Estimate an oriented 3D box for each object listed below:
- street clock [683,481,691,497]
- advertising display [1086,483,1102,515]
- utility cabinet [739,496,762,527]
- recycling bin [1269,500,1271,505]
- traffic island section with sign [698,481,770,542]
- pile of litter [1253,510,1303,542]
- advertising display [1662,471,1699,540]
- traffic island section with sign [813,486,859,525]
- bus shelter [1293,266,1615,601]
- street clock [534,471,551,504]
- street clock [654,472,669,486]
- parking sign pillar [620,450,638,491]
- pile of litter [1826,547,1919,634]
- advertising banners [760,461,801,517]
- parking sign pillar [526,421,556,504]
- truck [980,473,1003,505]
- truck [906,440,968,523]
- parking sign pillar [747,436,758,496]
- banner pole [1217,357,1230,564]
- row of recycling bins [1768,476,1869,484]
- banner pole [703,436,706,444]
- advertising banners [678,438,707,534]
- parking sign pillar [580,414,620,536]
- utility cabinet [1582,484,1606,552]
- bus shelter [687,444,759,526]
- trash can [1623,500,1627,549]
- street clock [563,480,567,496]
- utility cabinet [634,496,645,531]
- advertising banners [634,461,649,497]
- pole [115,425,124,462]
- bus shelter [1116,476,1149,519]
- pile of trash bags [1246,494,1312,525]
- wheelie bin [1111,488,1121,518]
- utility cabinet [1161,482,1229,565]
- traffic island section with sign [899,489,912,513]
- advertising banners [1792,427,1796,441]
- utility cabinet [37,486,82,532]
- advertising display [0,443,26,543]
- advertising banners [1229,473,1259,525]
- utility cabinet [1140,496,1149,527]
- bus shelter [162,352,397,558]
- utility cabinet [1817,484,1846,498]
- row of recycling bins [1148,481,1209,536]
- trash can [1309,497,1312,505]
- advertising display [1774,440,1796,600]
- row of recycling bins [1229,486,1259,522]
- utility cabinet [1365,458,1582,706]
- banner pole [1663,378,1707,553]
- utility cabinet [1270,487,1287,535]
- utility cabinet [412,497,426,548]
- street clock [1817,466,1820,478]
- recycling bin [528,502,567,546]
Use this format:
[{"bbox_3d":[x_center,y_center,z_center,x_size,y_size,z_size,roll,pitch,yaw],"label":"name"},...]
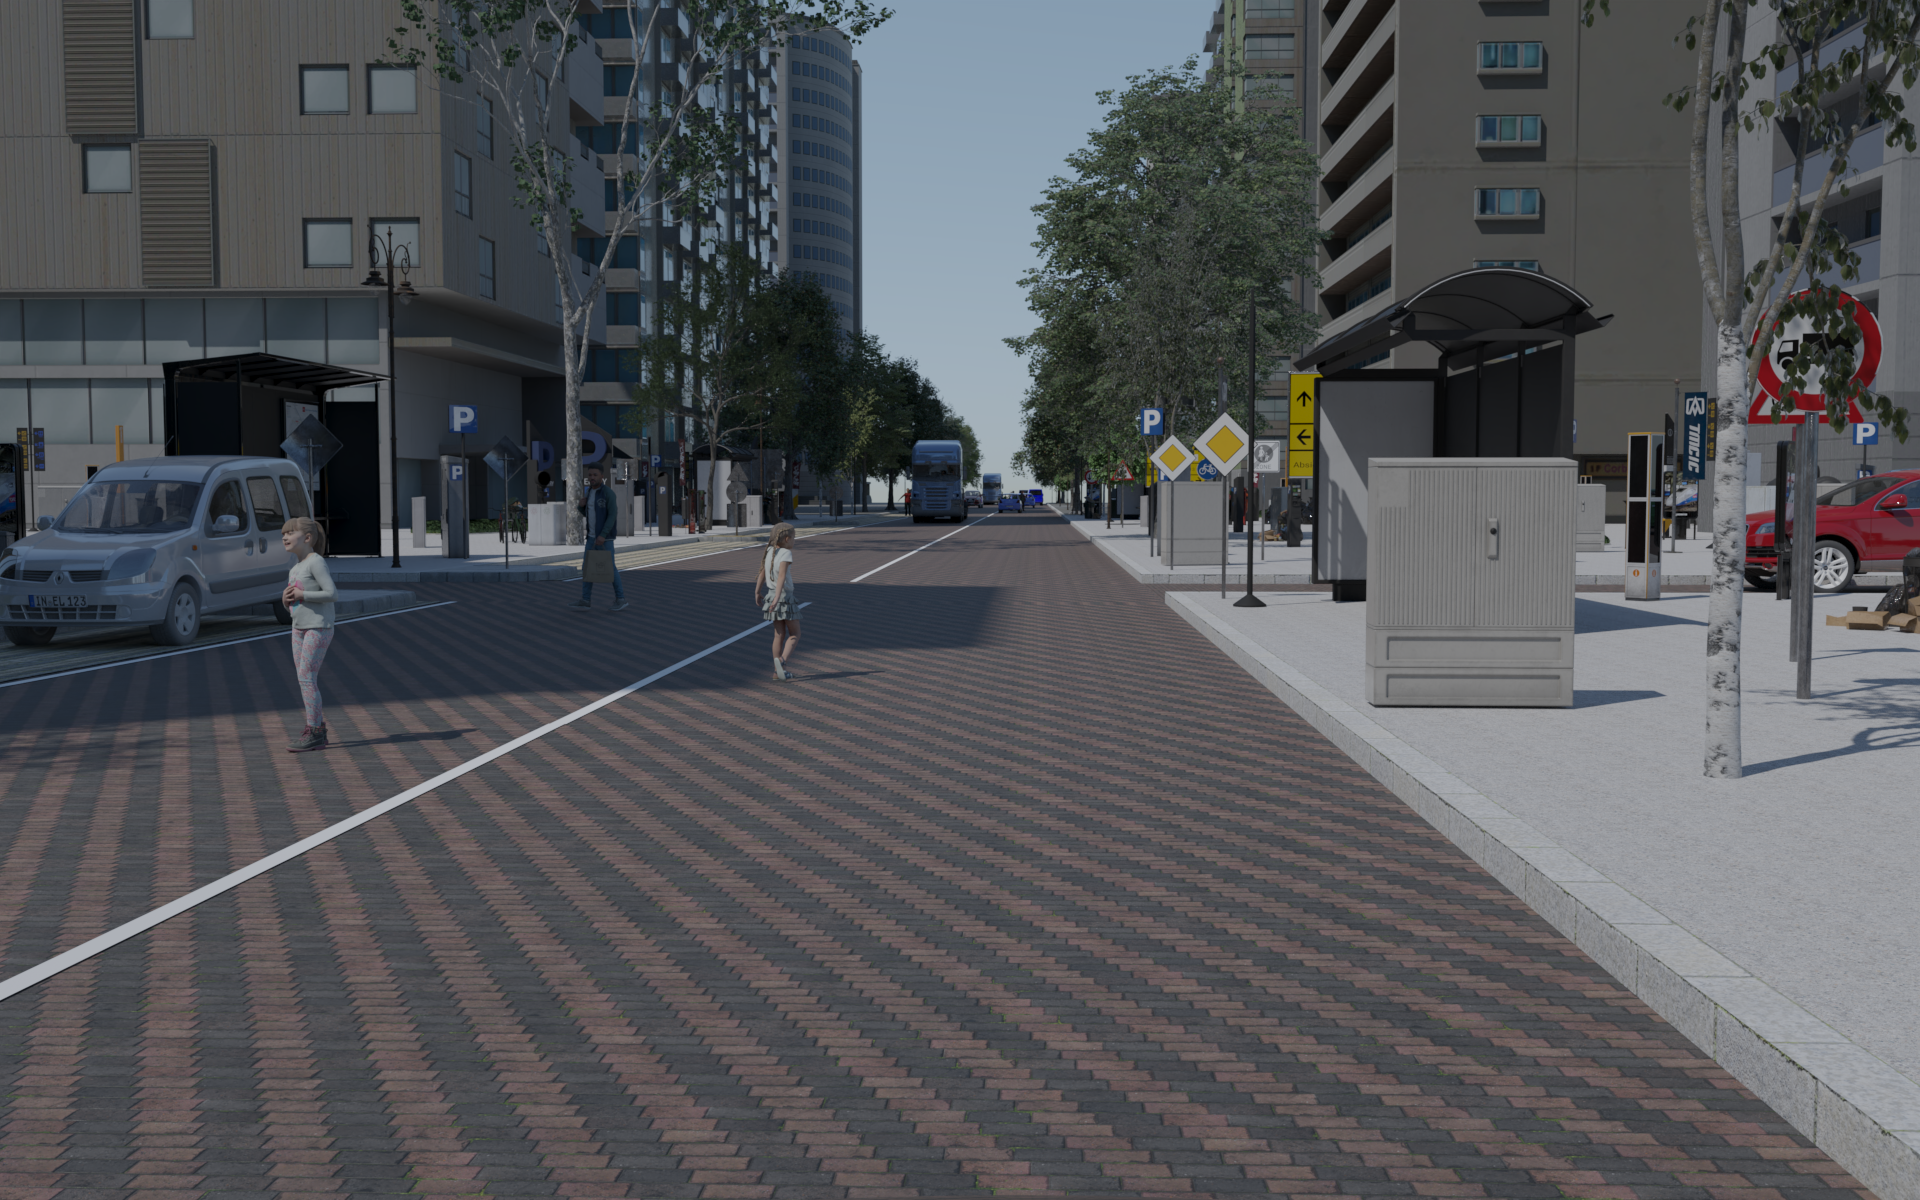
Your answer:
[{"bbox_3d":[-14.733,-5.455,93.765,0.358,2.002,0.471,2,4,30],"label":"street clock"},{"bbox_3d":[7.214,-5.378,93.138,0.974,1.923,0.123,3,5,40],"label":"advertising display"},{"bbox_3d":[-8.273,-3.465,67.816,1.020,1.237,0.306,1,4,14],"label":"utility cabinet"},{"bbox_3d":[14.019,-3.872,75.865,0.722,1.027,0.722,-2,4,-27],"label":"recycling bin"},{"bbox_3d":[-6.802,-2.689,52.590,1.989,1.847,2.006,0,4,2],"label":"traffic island section with sign"},{"bbox_3d":[8.651,-2.034,47.228,1.719,0.858,1.176,-2,4,-24],"label":"pile of litter"},{"bbox_3d":[20.122,-2.641,48.400,0.974,1.923,0.123,0,4,2],"label":"advertising display"},{"bbox_3d":[-5.662,-4.336,79.521,1.989,1.847,2.006,0,4,2],"label":"traffic island section with sign"},{"bbox_3d":[4.894,-1.482,18.162,2.014,3.302,5.546,0,4,3],"label":"bus shelter"},{"bbox_3d":[-13.090,-3.044,54.340,0.471,2.002,0.358,-3,5,-44],"label":"street clock"},{"bbox_3d":[-9.583,-3.130,55.739,0.471,2.002,0.358,-3,5,-40],"label":"street clock"},{"bbox_3d":[-18.226,-6.475,94.341,1.447,3.967,1.447,-1,4,-13],"label":"parking sign pillar"},{"bbox_3d":[8.945,-0.145,16.329,1.176,0.858,1.719,0,4,2],"label":"pile of litter"},{"bbox_3d":[-9.497,-5.902,92.691,2.074,3.025,0.090,-1,4,-13],"label":"advertising banners"},{"bbox_3d":[-15.500,-4.628,64.134,1.447,3.967,1.447,1,4,18],"label":"parking sign pillar"},{"bbox_3d":[4.515,-14.664,229.508,2.967,4.110,18.799,0,4,3],"label":"truck"},{"bbox_3d":[-0.950,-6.301,92.779,2.967,4.110,18.799,0,4,1],"label":"truck"},{"bbox_3d":[-9.725,-5.618,80.319,1.447,3.967,1.447,0,4,8],"label":"parking sign pillar"},{"bbox_3d":[4.840,-2.565,31.954,0.401,3.779,0.863,1,4,20],"label":"banner pole"},{"bbox_3d":[20.431,-2.004,39.883,3.534,1.692,1.069,1,4,9],"label":"row of recycling bins"},{"bbox_3d":[-10.900,-5.229,75.504,0.863,3.779,0.401,-2,4,-27],"label":"banner pole"},{"bbox_3d":[-8.581,-3.625,55.459,0.090,3.025,2.074,1,4,16],"label":"advertising banners"},{"bbox_3d":[-11.435,-3.985,53.625,1.447,3.967,1.447,0,4,-5],"label":"parking sign pillar"},{"bbox_3d":[13.567,-1.802,38.137,1.173,1.500,0.318,0,4,1],"label":"utility cabinet"},{"bbox_3d":[-9.809,-4.779,72.066,2.014,3.302,5.546,0,4,3],"label":"bus shelter"},{"bbox_3d":[15.130,-1.645,38.542,0.748,1.137,0.748,0,3,0],"label":"trash can"},{"bbox_3d":[-14.943,-3.778,66.339,0.471,2.002,0.358,2,4,32],"label":"street clock"},{"bbox_3d":[-11.157,-3.001,60.234,0.306,1.237,1.020,0,4,-6],"label":"utility cabinet"},{"bbox_3d":[-17.406,-5.893,92.533,2.074,3.025,0.090,2,4,28],"label":"advertising banners"},{"bbox_3d":[-24.950,-3.526,51.493,0.158,3.312,0.155,0,3,0],"label":"pole"},{"bbox_3d":[8.545,-5.564,84.890,2.014,3.302,5.546,0,4,2],"label":"bus shelter"},{"bbox_3d":[13.275,-3.866,72.954,3.447,1.369,1.912,0,4,-1],"label":"pile of trash bags"},{"bbox_3d":[8.296,-5.102,91.325,0.980,1.594,0.693,2,4,30],"label":"wheelie bin"},{"bbox_3d":[4.213,-1.371,31.098,1.173,1.500,0.318,-1,4,-13],"label":"utility cabinet"},{"bbox_3d":[-3.527,-7.374,129.190,1.989,1.847,2.006,0,4,2],"label":"traffic island section with sign"},{"bbox_3d":[21.311,-3.012,45.431,0.090,3.025,2.074,-2,4,-32],"label":"advertising banners"},{"bbox_3d":[-24.628,-2.376,47.532,1.173,1.500,0.318,-2,4,-24],"label":"utility cabinet"},{"bbox_3d":[-12.310,-1.029,22.036,0.974,1.923,0.123,1,4,18],"label":"advertising display"},{"bbox_3d":[11.550,-4.581,71.086,0.090,3.025,2.074,-3,4,-38],"label":"advertising banners"},{"bbox_3d":[7.247,-3.470,67.898,0.306,1.237,1.020,1,4,11],"label":"utility cabinet"},{"bbox_3d":[-12.289,-2.478,31.806,1.731,3.624,6.357,0,4,3],"label":"bus shelter"},{"bbox_3d":[18.322,-1.719,36.790,1.173,1.500,0.318,3,5,43],"label":"utility cabinet"},{"bbox_3d":[7.010,-2.897,54.471,1.069,1.692,3.534,3,4,38],"label":"row of recycling bins"},{"bbox_3d":[16.978,-4.336,82.542,0.748,1.137,0.748,0,3,0],"label":"trash can"},{"bbox_3d":[10.171,-0.977,21.184,0.123,1.923,0.974,3,5,41],"label":"advertising display"},{"bbox_3d":[12.773,-4.520,81.022,1.069,1.692,3.534,3,5,43],"label":"row of recycling bins"},{"bbox_3d":[3.068,-0.107,10.424,1.173,1.500,0.318,0,4,3],"label":"utility cabinet"},{"bbox_3d":[15.712,-2.902,37.469,0.863,3.779,0.401,3,4,38],"label":"banner pole"},{"bbox_3d":[9.826,-2.721,53.174,0.318,1.500,1.173,0,4,-5],"label":"utility cabinet"},{"bbox_3d":[-13.011,-1.864,41.642,0.306,1.237,1.020,-1,4,-16],"label":"utility cabinet"},{"bbox_3d":[21.425,-2.384,43.556,0.358,2.002,0.471,1,4,13],"label":"street clock"},{"bbox_3d":[-10.321,-1.881,43.316,0.722,1.027,0.722,1,4,11],"label":"recycling bin"}]
